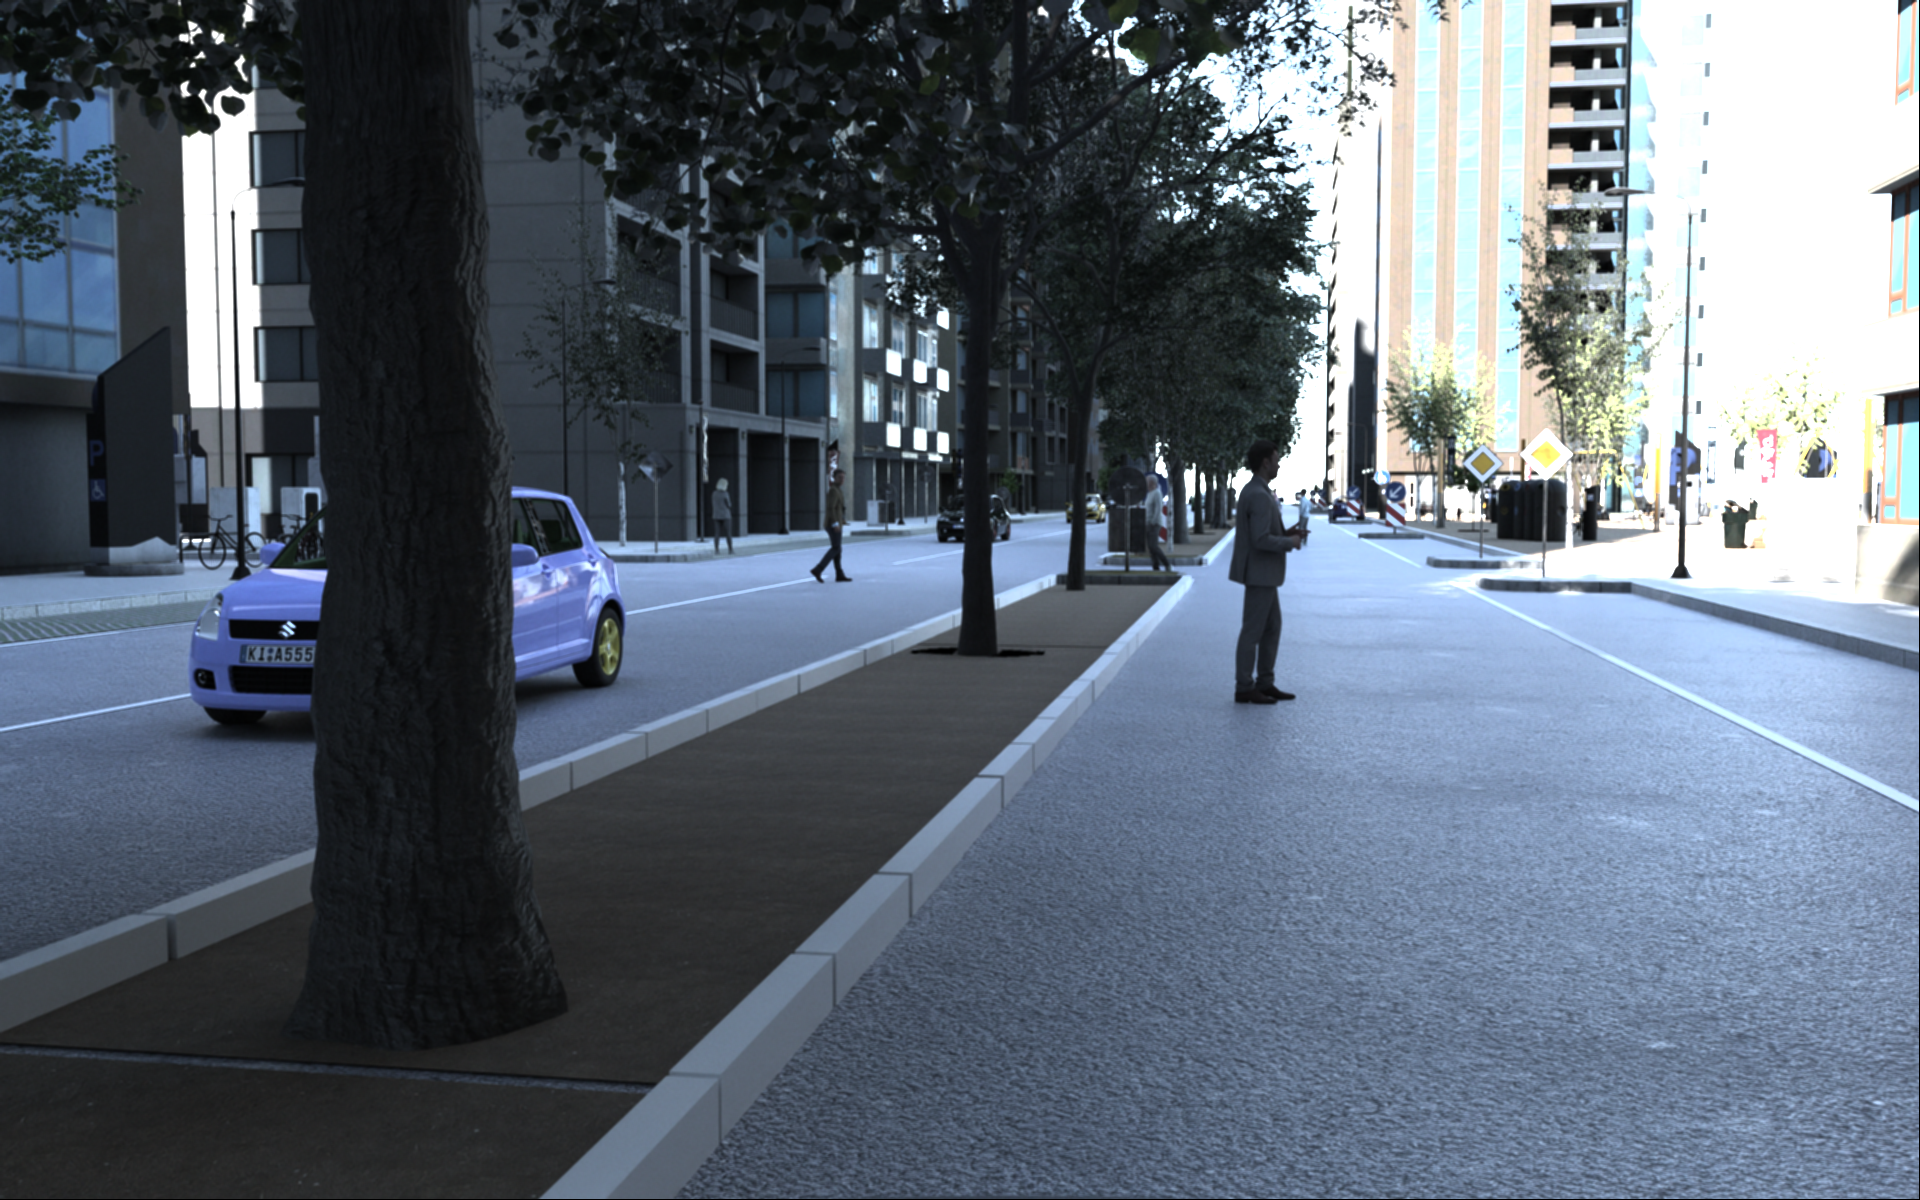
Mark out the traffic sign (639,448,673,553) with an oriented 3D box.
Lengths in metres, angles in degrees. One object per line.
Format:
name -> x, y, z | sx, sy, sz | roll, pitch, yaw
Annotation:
traffic sign -> -6.585, -2.072, 37.515 | 0.795, 2.450, 0.064 | 1, 4, 10

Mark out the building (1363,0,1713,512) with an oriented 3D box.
building -> 44.498, -31.568, 135.748 | 23.786, 49.044, 30.456 | 1, 4, 10

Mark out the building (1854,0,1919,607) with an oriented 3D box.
building -> 22.382, -9.761, 4.631 | 27.650, 21.520, 28.899 | 1, 4, 10

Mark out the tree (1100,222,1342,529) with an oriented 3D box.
tree -> 10.706, -9.267, 70.980 | 9.611, 12.733, 9.660 | 0, 3, 0

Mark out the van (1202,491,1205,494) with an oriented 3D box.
van -> 35.500, -14.821, 249.341 | 2.013, 2.044, 4.112 | 1, 4, 9

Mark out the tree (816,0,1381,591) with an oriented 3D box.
tree -> 1.631, -5.391, 25.007 | 8.767, 10.594, 7.601 | 1, 4, 10

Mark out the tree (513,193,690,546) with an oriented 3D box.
tree -> -8.397, -5.606, 42.013 | 4.360, 8.622, 3.978 | 0, 3, 0

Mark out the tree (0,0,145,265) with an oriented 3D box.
tree -> -12.228, -5.637, 17.913 | 9.928, 11.665, 9.643 | 0, 3, 0

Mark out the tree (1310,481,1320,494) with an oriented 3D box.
tree -> 49.065, -14.952, 239.065 | 1.663, 3.219, 1.824 | 0, 3, 0

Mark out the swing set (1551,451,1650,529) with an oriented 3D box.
swing set -> 23.039, -4.045, 63.759 | 2.862, 2.851, 3.119 | -1, 4, -16

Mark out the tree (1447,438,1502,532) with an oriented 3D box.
tree -> 17.498, -3.963, 59.402 | 1.663, 3.219, 1.824 | 0, 3, 0

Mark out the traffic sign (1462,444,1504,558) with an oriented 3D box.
traffic sign -> 10.390, -1.886, 34.482 | 0.795, 2.450, 0.064 | 1, 4, 10

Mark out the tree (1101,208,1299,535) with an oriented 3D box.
tree -> 8.360, -8.127, 61.087 | 9.928, 11.665, 9.643 | 0, 3, 0

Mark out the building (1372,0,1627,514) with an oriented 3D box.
building -> 35.167, -28.426, 114.882 | 14.600, 45.320, 14.200 | 1, 4, 10

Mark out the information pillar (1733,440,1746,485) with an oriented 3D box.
information pillar -> 33.675, -5.107, 74.848 | 0.504, 3.616, 0.183 | -1, 4, -8

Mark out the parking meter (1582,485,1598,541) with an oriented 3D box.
parking meter -> 17.370, -2.405, 47.740 | 0.372, 1.533, 0.369 | 0, 3, 0

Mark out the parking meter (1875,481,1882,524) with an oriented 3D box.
parking meter -> 17.785, -1.519, 33.254 | 0.372, 1.533, 0.369 | 0, 3, 0

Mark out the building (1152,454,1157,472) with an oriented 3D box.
building -> 22.129, -37.231, 258.833 | 14.600, 45.320, 14.200 | 1, 4, 10

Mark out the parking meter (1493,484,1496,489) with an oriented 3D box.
parking meter -> 32.361, -6.084, 105.179 | 0.255, 1.863, 0.399 | 2, 4, 25

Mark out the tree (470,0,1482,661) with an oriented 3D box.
tree -> 0.152, -6.258, 15.138 | 12.009, 13.543, 11.850 | 0, 3, 0

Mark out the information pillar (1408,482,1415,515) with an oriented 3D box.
information pillar -> 27.099, -6.083, 103.947 | 0.304, 2.012, 0.304 | 0, 4, 7

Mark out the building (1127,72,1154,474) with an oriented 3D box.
building -> 15.066, -42.570, 238.024 | 21.231, 58.520, 28.212 | 1, 4, 10

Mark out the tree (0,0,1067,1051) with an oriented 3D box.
tree -> -1.444, -5.817, 4.222 | 9.857, 13.997, 8.962 | 0, 3, 0

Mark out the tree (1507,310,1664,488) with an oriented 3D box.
tree -> 25.119, -7.218, 68.379 | 4.737, 8.622, 4.395 | 0, 3, 0

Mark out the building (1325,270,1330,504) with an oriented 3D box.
building -> 53.967, -27.535, 221.895 | 14.160, 30.474, 14.107 | 1, 4, 10

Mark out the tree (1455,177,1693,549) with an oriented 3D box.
tree -> 14.361, -5.496, 40.227 | 4.360, 8.622, 3.978 | 0, 3, 0

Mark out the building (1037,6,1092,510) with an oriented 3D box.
building -> 0.971, -43.586, 150.891 | 20.563, 71.187, 20.611 | 1, 4, 10

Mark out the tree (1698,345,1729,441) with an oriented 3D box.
tree -> 36.468, -7.956, 80.441 | 4.737, 8.622, 4.395 | 0, 3, 0

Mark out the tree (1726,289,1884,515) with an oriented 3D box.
tree -> 30.783, -6.887, 62.970 | 4.737, 8.622, 4.395 | 0, 3, 0

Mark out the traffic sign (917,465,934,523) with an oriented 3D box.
traffic sign -> -1.499, -4.629, 75.796 | 0.768, 2.556, 0.104 | 1, 4, 13

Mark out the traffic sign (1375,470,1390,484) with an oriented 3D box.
traffic sign -> 22.222, -5.572, 91.207 | 0.768, 2.556, 0.104 | 1, 4, 16

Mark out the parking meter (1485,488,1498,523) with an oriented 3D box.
parking meter -> 25.666, -4.624, 84.021 | 0.372, 1.533, 0.369 | 0, 3, 0

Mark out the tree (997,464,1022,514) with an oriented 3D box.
tree -> 3.254, -7.059, 110.022 | 1.663, 3.219, 1.824 | 0, 3, 0

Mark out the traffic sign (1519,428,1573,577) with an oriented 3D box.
traffic sign -> 8.989, -1.405, 26.620 | 0.795, 2.450, 0.064 | 1, 4, 10

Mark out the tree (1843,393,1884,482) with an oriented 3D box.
tree -> 45.797, -8.229, 84.899 | 4.360, 8.622, 3.978 | 0, 3, 0

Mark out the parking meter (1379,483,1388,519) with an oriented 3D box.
parking meter -> 21.643, -5.071, 88.619 | 0.399, 1.863, 0.255 | 0, 4, -3

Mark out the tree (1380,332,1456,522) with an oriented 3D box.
tree -> 20.840, -7.803, 77.941 | 4.360, 8.622, 3.978 | 0, 3, 0

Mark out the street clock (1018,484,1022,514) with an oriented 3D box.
street clock -> 3.921, -6.593, 112.358 | 0.358, 2.002, 0.471 | 0, 4, -5

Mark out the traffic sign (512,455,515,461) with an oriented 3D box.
traffic sign -> -7.985, -1.591, 29.653 | 0.795, 2.450, 0.064 | 1, 4, 10

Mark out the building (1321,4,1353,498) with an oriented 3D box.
building -> 63.751, -49.754, 251.721 | 20.563, 71.187, 20.611 | 1, 4, 10

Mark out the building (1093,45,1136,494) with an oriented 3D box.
building -> 6.766, -38.014, 210.762 | 28.713, 52.752, 27.495 | 1, 4, 10

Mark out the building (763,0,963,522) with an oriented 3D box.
building -> -13.011, -28.809, 90.641 | 23.786, 49.044, 30.456 | 1, 4, 10

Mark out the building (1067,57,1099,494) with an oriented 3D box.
building -> 6.003, -31.702, 168.433 | 14.600, 45.320, 14.200 | 1, 4, 10

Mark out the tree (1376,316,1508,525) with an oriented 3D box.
tree -> 19.291, -7.356, 70.634 | 4.737, 8.622, 4.395 | 0, 3, 0

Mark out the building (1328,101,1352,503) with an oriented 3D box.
building -> 54.613, -35.439, 203.128 | 21.300, 48.544, 21.600 | 1, 4, 10

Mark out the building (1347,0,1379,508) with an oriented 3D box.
building -> 48.005, -38.115, 165.181 | 21.231, 58.520, 28.212 | 1, 4, 10

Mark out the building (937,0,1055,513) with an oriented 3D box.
building -> -4.907, -28.932, 127.660 | 22.147, 44.769, 28.867 | 1, 4, 10

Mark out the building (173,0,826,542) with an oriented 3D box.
building -> -15.588, -37.809, 56.427 | 20.563, 71.187, 20.611 | 1, 4, 10

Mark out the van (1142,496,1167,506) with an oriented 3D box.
van -> 18.046, -9.527, 160.151 | 2.240, 2.365, 5.245 | 1, 4, 12

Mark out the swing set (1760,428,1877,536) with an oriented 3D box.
swing set -> 21.531, -2.742, 42.460 | 2.862, 2.851, 3.119 | 1, 4, 9

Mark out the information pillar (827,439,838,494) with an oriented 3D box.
information pillar -> -5.368, -5.006, 73.210 | 0.504, 3.616, 0.183 | 1, 4, 15

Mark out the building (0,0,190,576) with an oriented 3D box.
building -> -21.987, -22.883, 24.251 | 14.200, 45.320, 14.600 | 1, 4, 10

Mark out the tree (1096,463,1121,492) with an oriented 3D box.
tree -> 17.205, -12.430, 186.939 | 4.285, 4.588, 4.351 | 0, 3, 0

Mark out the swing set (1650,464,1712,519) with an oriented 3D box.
swing set -> 37.403, -5.713, 91.027 | 3.119, 2.851, 2.862 | 0, 4, -1

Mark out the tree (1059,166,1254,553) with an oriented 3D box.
tree -> 4.170, -5.149, 36.998 | 4.360, 8.622, 3.978 | 0, 3, 0

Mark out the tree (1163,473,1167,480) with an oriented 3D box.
tree -> 31.562, -17.490, 269.679 | 4.285, 4.588, 4.351 | 0, 3, 0
